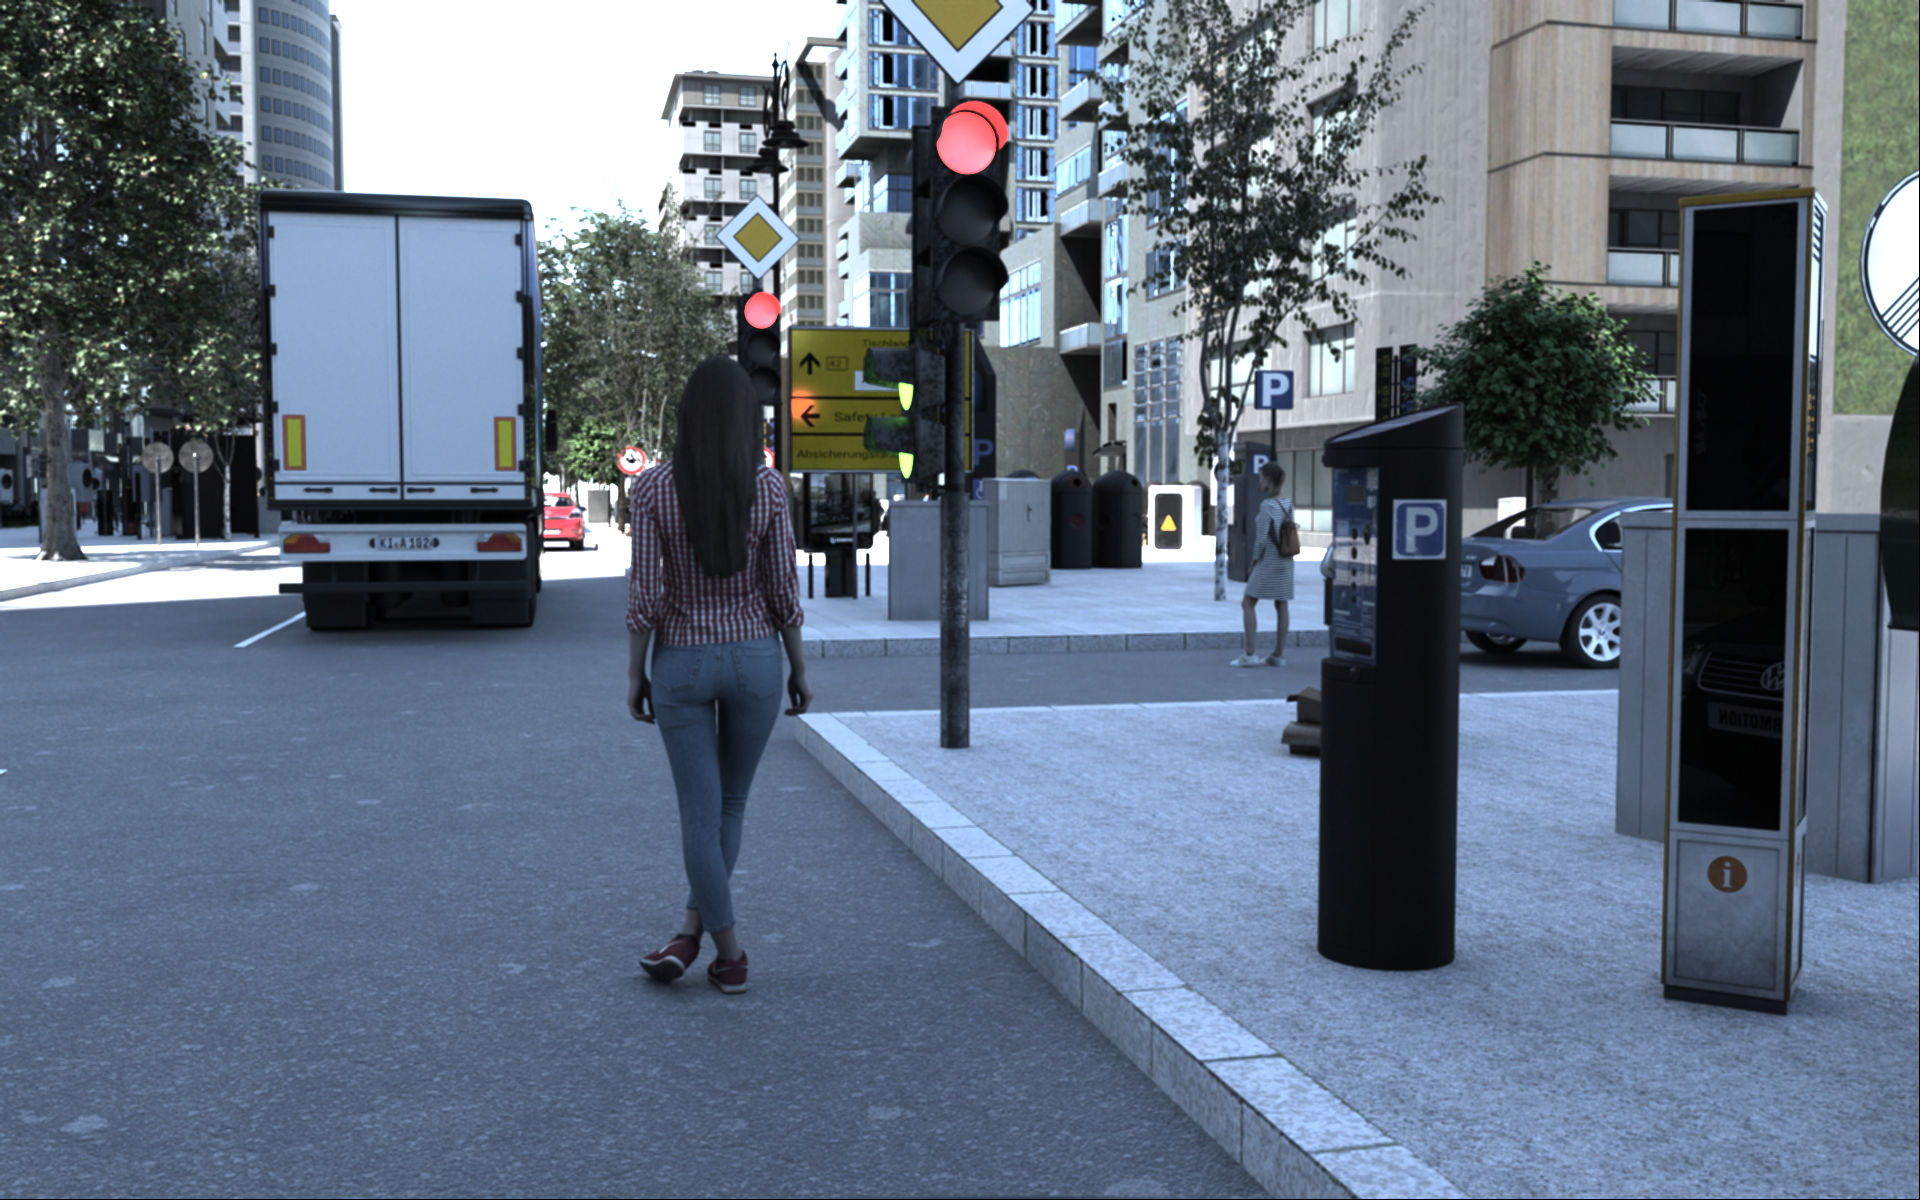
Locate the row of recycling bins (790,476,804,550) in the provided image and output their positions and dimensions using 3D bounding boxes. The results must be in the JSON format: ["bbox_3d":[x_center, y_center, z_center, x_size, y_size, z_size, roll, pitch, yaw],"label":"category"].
[{"bbox_3d":[-3.792,-2.060,40.786,1.069,1.692,3.534,1,4,16],"label":"row of recycling bins"}]

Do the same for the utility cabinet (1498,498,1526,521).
[{"bbox_3d":[9.603,-1.162,30.160,0.306,1.237,1.020,0,4,6],"label":"utility cabinet"}]

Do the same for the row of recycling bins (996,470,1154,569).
[{"bbox_3d":[1.466,-1.378,29.644,3.534,1.692,1.069,-2,4,-24],"label":"row of recycling bins"}]

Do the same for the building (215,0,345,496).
[{"bbox_3d":[-79.682,-39.606,189.564,21.231,58.520,28.212,-1,4,-14],"label":"building"}]

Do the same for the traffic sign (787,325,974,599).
[{"bbox_3d":[-0.960,-1.667,21.121,2.265,3.308,0.079,0,4,-7],"label":"traffic sign"}]

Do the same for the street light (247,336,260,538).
[{"bbox_3d":[-20.603,-4.757,50.571,0.468,5.910,1.993,-1,4,-14],"label":"street light"}]

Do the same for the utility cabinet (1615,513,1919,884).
[{"bbox_3d":[2.859,0.306,6.162,0.306,1.237,1.020,-2,4,-31],"label":"utility cabinet"}]

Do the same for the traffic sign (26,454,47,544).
[{"bbox_3d":[-23.666,-2.593,44.520,0.606,2.300,0.079,0,4,-6],"label":"traffic sign"}]

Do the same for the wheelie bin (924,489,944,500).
[{"bbox_3d":[-0.725,-3.052,57.807,0.980,1.594,0.693,0,4,-1],"label":"wheelie bin"}]

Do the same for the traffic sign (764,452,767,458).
[{"bbox_3d":[-3.311,-1.576,25.771,0.884,2.594,0.081,-1,4,-11],"label":"traffic sign"}]

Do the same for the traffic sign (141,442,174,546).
[{"bbox_3d":[-19.673,-2.591,42.473,0.768,2.556,0.104,0,4,-4],"label":"traffic sign"}]

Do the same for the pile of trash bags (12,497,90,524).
[{"bbox_3d":[-38.762,-3.897,73.461,3.447,1.369,1.912,-2,4,-25],"label":"pile of trash bags"}]

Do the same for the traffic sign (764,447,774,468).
[{"bbox_3d":[-5.313,-2.836,46.474,0.768,2.556,0.104,0,4,-4],"label":"traffic sign"}]

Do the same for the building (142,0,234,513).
[{"bbox_3d":[-67.692,-32.614,122.478,28.713,52.752,27.495,-1,4,-14],"label":"building"}]

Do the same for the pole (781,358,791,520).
[{"bbox_3d":[-2.654,-1.972,26.079,0.158,3.312,0.155,0,3,0],"label":"pole"}]

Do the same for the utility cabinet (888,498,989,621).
[{"bbox_3d":[-0.222,-0.398,17.673,1.020,1.237,0.306,0,4,-2],"label":"utility cabinet"}]

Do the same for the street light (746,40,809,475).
[{"bbox_3d":[-1.928,-2.782,18.274,0.468,5.910,1.993,-1,4,-14],"label":"street light"}]

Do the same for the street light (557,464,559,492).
[{"bbox_3d":[-48.308,-14.457,209.151,0.468,5.910,1.993,-1,4,-14],"label":"street light"}]

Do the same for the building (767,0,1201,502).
[{"bbox_3d":[-0.031,-49.124,115.852,22.319,86.520,31.000,-1,4,-14],"label":"building"}]

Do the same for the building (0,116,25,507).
[{"bbox_3d":[-49.603,-26.877,63.143,21.300,48.544,21.600,-1,4,-14],"label":"building"}]

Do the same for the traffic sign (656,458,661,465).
[{"bbox_3d":[-10.963,-3.854,63.013,0.884,2.594,0.081,-1,4,-12],"label":"traffic sign"}]

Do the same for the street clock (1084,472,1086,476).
[{"bbox_3d":[3.674,-2.985,53.379,0.358,2.002,0.471,2,4,35],"label":"street clock"}]

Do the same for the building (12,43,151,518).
[{"bbox_3d":[-58.535,-29.079,95.049,23.786,49.044,30.456,-1,4,-14],"label":"building"}]

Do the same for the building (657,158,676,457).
[{"bbox_3d":[-30.140,-37.651,239.291,21.300,48.544,21.600,-1,4,-14],"label":"building"}]

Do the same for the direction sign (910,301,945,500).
[{"bbox_3d":[-0.287,-1.704,19.862,0.379,3.537,0.876,-3,5,-41],"label":"direction sign"}]

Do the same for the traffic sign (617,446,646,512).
[{"bbox_3d":[-8.618,-2.776,45.497,0.768,2.556,0.104,-1,4,-9],"label":"traffic sign"}]

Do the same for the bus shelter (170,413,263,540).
[{"bbox_3d":[-22.062,-3.703,51.823,1.731,3.624,6.357,-1,4,-14],"label":"bus shelter"}]

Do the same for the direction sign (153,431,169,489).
[{"bbox_3d":[-28.911,-4.327,62.749,0.876,3.537,0.379,2,4,32],"label":"direction sign"}]

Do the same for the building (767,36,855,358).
[{"bbox_3d":[-2.235,-27.712,144.973,32.217,40.220,23.993,-1,4,-14],"label":"building"}]

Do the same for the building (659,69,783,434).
[{"bbox_3d":[-21.769,-38.333,215.977,28.713,52.752,27.495,-1,4,-14],"label":"building"}]

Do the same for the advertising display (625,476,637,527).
[{"bbox_3d":[-11.858,-3.534,62.993,0.974,1.923,0.123,-1,4,-12],"label":"advertising display"}]

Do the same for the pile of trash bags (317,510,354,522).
[{"bbox_3d":[-27.981,-4.177,78.046,1.912,1.369,3.447,-1,4,-21],"label":"pile of trash bags"}]

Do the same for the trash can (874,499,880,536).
[{"bbox_3d":[-2.814,-2.563,53.561,0.748,1.137,0.748,0,3,0],"label":"trash can"}]

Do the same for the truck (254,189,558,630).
[{"bbox_3d":[-6.487,-2.002,21.644,2.839,4.237,11.283,-1,4,-13],"label":"truck"}]

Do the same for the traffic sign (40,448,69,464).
[{"bbox_3d":[-24.208,-2.824,46.281,0.768,2.556,0.104,0,4,-6],"label":"traffic sign"}]

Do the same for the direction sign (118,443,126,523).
[{"bbox_3d":[-37.545,-5.243,77.712,0.379,3.537,0.876,0,4,-6],"label":"direction sign"}]

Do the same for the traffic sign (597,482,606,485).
[{"bbox_3d":[-17.691,-5.254,85.900,0.884,2.594,0.081,-1,4,-10],"label":"traffic sign"}]

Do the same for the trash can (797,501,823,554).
[{"bbox_3d":[-3.171,-1.584,37.557,0.748,1.137,0.748,0,3,0],"label":"trash can"}]

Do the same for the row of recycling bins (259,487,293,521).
[{"bbox_3d":[-32.579,-4.677,83.589,1.069,1.692,3.534,0,4,8],"label":"row of recycling bins"}]

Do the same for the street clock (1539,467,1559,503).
[{"bbox_3d":[11.100,-1.718,32.662,0.358,2.002,0.471,0,4,0],"label":"street clock"}]

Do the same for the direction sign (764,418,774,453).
[{"bbox_3d":[-5.730,-3.664,51.899,0.379,3.537,0.876,-3,4,-37],"label":"direction sign"}]

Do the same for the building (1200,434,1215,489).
[{"bbox_3d":[12.929,-46.363,70.713,22.319,86.520,31.000,-1,4,-14],"label":"building"}]

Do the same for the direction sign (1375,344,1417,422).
[{"bbox_3d":[6.677,-2.117,26.610,0.379,3.537,0.876,-2,4,-28],"label":"direction sign"}]

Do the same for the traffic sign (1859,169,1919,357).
[{"bbox_3d":[3.817,-0.408,6.773,0.768,2.556,0.104,0,4,-8],"label":"traffic sign"}]

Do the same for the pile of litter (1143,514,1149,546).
[{"bbox_3d":[4.477,-1.784,43.139,1.176,0.858,1.719,0,4,0],"label":"pile of litter"}]

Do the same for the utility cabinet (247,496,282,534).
[{"bbox_3d":[-22.444,-2.734,55.861,1.020,1.237,0.306,-2,4,-24],"label":"utility cabinet"}]

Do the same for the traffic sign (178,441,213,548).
[{"bbox_3d":[-18.006,-2.491,40.834,0.768,2.556,0.104,-1,4,-11],"label":"traffic sign"}]

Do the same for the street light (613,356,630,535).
[{"bbox_3d":[-10.481,-4.948,53.688,0.468,5.910,1.993,-1,4,-14],"label":"street light"}]

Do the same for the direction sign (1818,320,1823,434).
[{"bbox_3d":[10.806,-1.864,22.472,0.876,3.537,0.379,-1,4,-21],"label":"direction sign"}]

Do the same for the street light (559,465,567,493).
[{"bbox_3d":[-39.574,-12.270,173.396,0.468,5.910,1.993,-1,4,-14],"label":"street light"}]

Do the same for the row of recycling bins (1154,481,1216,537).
[{"bbox_3d":[6.989,-2.832,53.413,1.069,1.692,3.534,-3,5,-42],"label":"row of recycling bins"}]

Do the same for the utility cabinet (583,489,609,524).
[{"bbox_3d":[-15.530,-3.991,73.936,0.318,1.500,1.173,3,4,38],"label":"utility cabinet"}]

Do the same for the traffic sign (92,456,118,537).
[{"bbox_3d":[-25.816,-3.125,52.280,0.795,2.450,0.064,-1,4,-13],"label":"traffic sign"}]

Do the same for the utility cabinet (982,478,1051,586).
[{"bbox_3d":[0.809,-0.955,24.285,0.318,1.500,1.173,3,5,40],"label":"utility cabinet"}]

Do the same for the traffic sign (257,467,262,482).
[{"bbox_3d":[-31.895,-4.775,78.176,0.768,2.556,0.104,0,4,-4],"label":"traffic sign"}]

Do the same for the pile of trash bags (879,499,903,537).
[{"bbox_3d":[-0.613,-2.550,51.445,3.447,1.369,1.912,3,5,40],"label":"pile of trash bags"}]

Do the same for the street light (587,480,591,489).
[{"bbox_3d":[-19.729,-7.270,91.655,0.468,5.910,1.993,-1,4,-14],"label":"street light"}]

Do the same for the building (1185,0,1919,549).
[{"bbox_3d":[14.302,-21.813,40.231,14.086,41.232,14.154,-1,4,-14],"label":"building"}]

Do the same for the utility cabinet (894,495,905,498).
[{"bbox_3d":[-2.723,-4.410,83.272,0.306,1.237,1.020,3,5,39],"label":"utility cabinet"}]
